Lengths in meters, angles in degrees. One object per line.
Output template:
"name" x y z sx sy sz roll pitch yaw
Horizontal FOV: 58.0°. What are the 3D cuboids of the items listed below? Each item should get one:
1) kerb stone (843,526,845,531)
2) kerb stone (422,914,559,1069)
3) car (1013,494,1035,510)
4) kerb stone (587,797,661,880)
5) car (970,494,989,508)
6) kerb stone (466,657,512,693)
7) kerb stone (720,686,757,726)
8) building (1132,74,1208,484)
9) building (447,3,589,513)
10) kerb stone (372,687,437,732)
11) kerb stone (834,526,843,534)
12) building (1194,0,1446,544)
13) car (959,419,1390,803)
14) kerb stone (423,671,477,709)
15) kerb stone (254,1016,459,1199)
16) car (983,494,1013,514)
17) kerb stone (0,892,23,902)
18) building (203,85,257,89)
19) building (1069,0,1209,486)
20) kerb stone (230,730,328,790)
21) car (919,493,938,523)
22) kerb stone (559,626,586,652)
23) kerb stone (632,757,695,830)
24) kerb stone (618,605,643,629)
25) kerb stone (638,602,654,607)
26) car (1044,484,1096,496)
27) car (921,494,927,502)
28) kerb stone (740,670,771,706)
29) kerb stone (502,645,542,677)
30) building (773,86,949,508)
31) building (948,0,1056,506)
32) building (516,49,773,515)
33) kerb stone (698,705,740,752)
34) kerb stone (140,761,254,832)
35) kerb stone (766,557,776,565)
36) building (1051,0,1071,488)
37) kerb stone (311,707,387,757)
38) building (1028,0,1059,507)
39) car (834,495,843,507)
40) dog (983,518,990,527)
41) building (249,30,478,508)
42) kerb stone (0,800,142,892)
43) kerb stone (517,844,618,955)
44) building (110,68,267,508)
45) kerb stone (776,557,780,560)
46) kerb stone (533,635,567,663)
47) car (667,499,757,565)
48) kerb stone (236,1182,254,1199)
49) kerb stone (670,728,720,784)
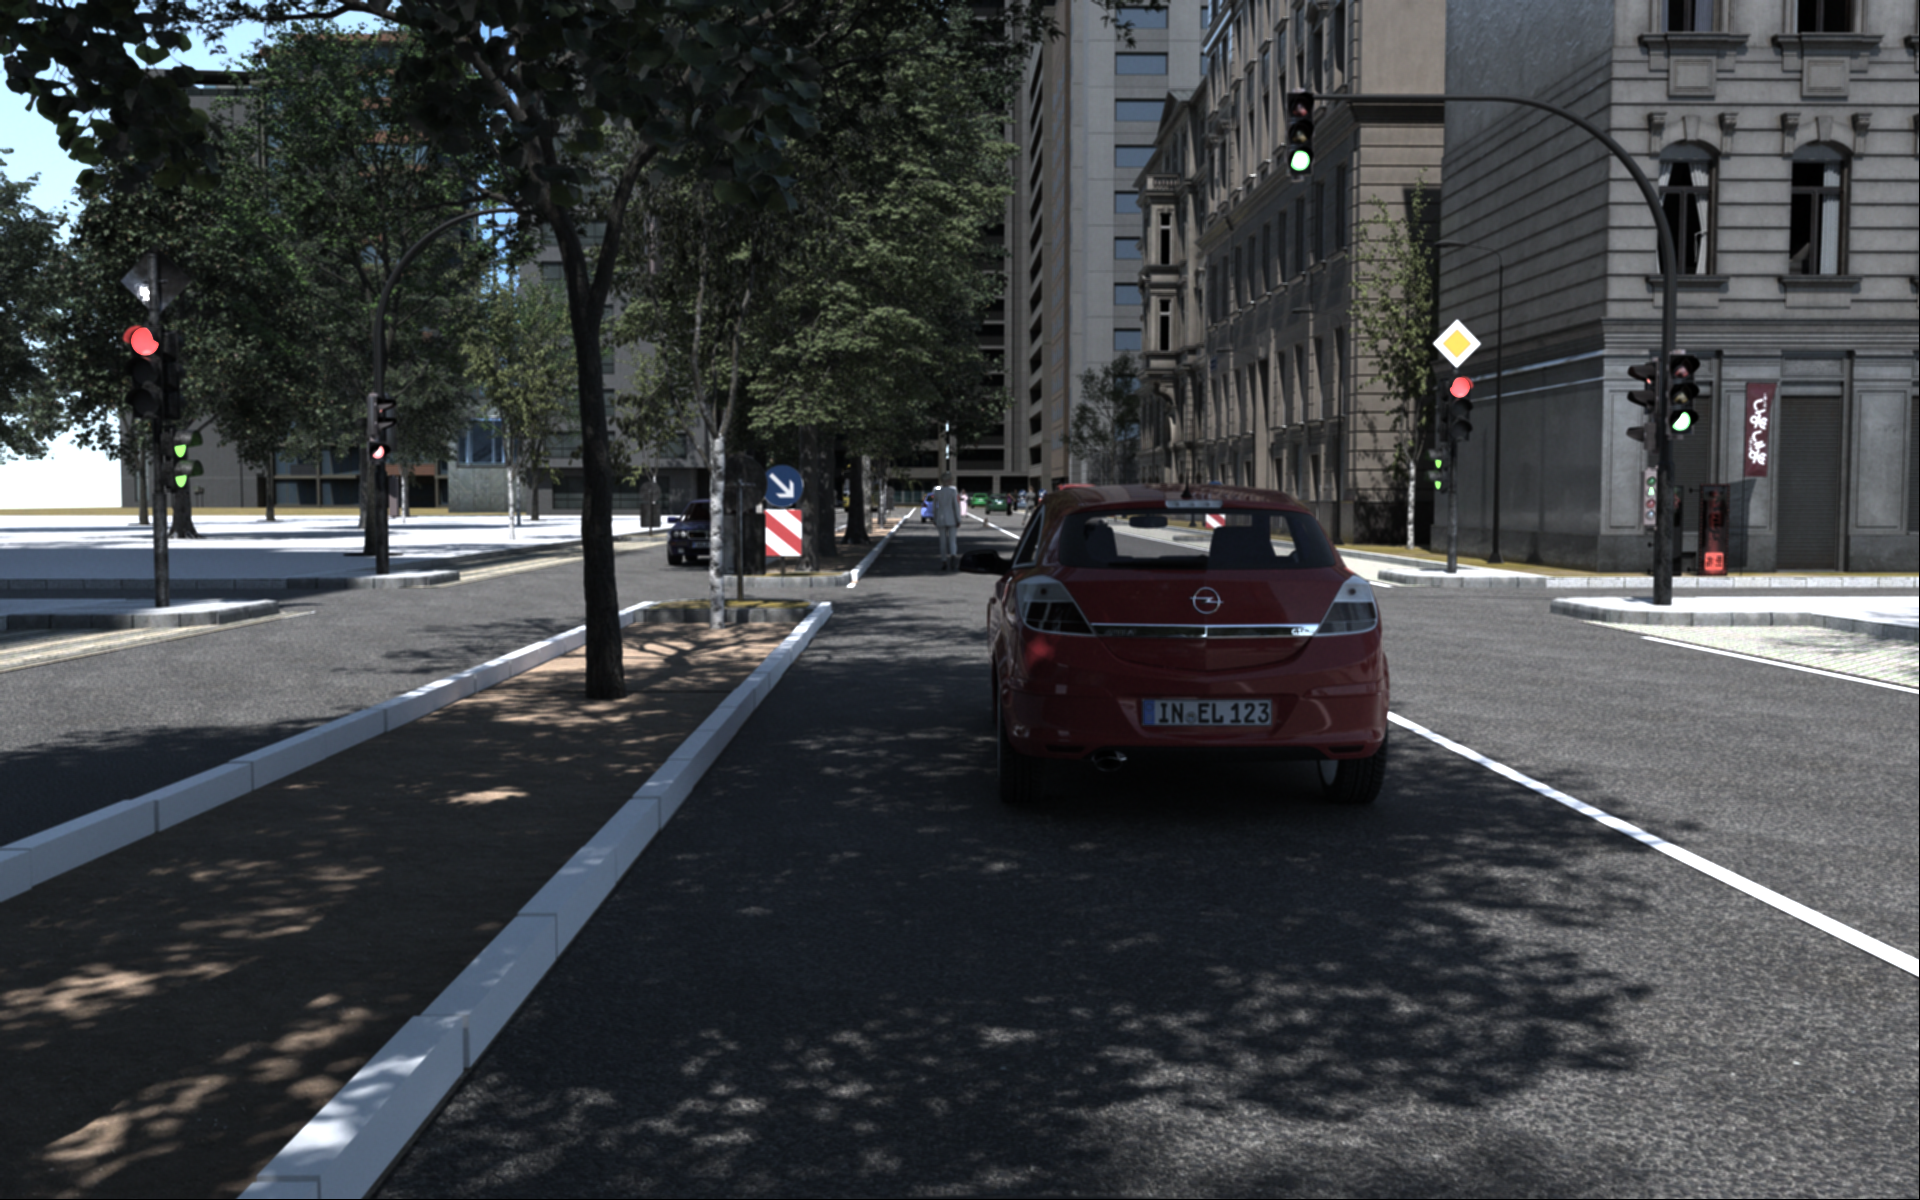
"kerb stone" -4.550 -2.662 65.764 0.120 0.150 1.000 0 4 -1
"kerb stone" -1.285 1.070 4.789 0.120 0.150 1.000 0 4 -1
"car" 5.458 -8.373 148.899 2.014 1.417 4.499 0 4 -1
"kerb stone" -1.328 0.948 6.839 0.120 0.150 1.000 0 4 -1
"car" 2.005 -10.134 174.489 1.959 1.807 4.718 0 4 -2
"kerb stone" -3.539 0.568 12.919 0.120 0.150 1.000 0 4 -1
"kerb stone" -1.412 0.688 10.942 0.120 0.150 1.000 0 4 -1
"building" 16.121 -16.324 85.977 14.460 24.649 34.723 0 4 -1
"building" -25.260 -50.047 130.941 22.319 86.520 31.000 0 4 -1
"kerb stone" -3.498 0.693 10.867 0.120 0.150 1.000 0 4 -1
"kerb stone" -4.540 -2.600 64.732 0.120 0.150 1.000 0 4 -1
"building" 15.440 -15.799 55.584 12.463 27.353 25.104 0 4 -1
"car" 1.066 -0.029 9.514 2.155 1.783 4.494 0 4 0
"kerb stone" -3.524 0.630 11.891 0.120 0.150 1.000 0 4 -1
"kerb stone" -1.274 1.127 3.763 0.120 0.150 1.000 0 4 -1
"car" 2.739 -6.811 123.155 2.131 1.459 4.920 0 4 -1
"kerb stone" -3.398 1.006 5.741 0.120 0.150 1.000 0 4 -1
"building" -68.607 -35.303 196.817 30.456 49.044 23.786 0 4 -1
"building" 18.656 -35.833 127.865 21.231 58.520 28.212 0 4 -1
"kerb stone" -3.462 0.818 8.816 0.120 0.150 1.000 0 4 -1
"car" -1.104 -4.748 87.216 1.945 1.707 3.694 0 4 -1
"kerb stone" -3.603 0.379 16.004 0.120 0.150 1.000 0 4 -1
"kerb stone" -1.341 0.877 7.861 0.120 0.150 1.000 0 4 -1
"kerb stone" -3.664 0.190 19.083 0.120 0.150 1.000 0 4 -1
"kerb stone" -3.683 0.128 20.105 0.120 0.150 1.000 0 4 -1
"car" 4.274 -3.386 64.034 2.281 1.827 5.304 0 4 -1
"car" -2.953 -10.085 175.108 2.015 1.641 3.980 0 4 -1
"kerb stone" -1.427 0.630 11.967 0.120 0.150 1.000 0 4 -1
"kerb stone" -3.558 0.505 13.942 0.120 0.150 1.000 0 4 -1
"building" -12.159 -35.061 196.945 21.600 48.544 21.300 0 4 -1
"building" 8.962 -46.325 195.661 20.611 71.187 20.563 0 4 -1
"building" -19.625 -20.706 110.244 14.160 30.474 14.107 0 4 -1
"kerb stone" -1.387 0.751 9.913 0.120 0.150 1.000 0 4 -1
"kerb stone" -3.444 0.887 7.794 0.120 0.150 1.000 0 4 -1
"kerb stone" -3.990 -0.846 36.035 0.120 0.150 1.000 0 4 -1
"building" 15.342 -30.546 149.532 14.600 45.320 14.200 0 4 -1
"kerb stone" -3.489 0.758 9.837 0.120 0.150 1.000 0 4 -1
"building" 17.919 -33.251 167.353 21.300 48.544 21.600 0 4 -1
"car" -11.841 -9.475 167.495 1.945 1.354 3.894 0 4 0
"dog" 1.200 -3.331 74.661 0.550 0.427 0.748 3 4 38
"building" -50.665 -31.324 166.773 28.867 44.769 22.147 0 4 -1
"kerb stone" -3.433 0.943 6.770 0.120 0.150 1.000 0 4 -1
"kerb stone" -1.305 1.003 5.810 0.120 0.150 1.000 0 4 -1
"building" -72.919 -29.761 170.186 14.086 41.232 14.154 0 4 -1
"kerb stone" -4.014 -0.909 37.062 0.120 0.150 1.000 0 4 -1
"kerb stone" -3.582 0.442 14.968 0.120 0.150 1.000 0 4 -1
"car" -5.073 -1.448 36.254 1.945 1.354 3.894 0 4 -1
"kerb stone" -1.251 1.192 2.739 0.120 0.150 1.000 0 4 -1
"kerb stone" -1.367 0.814 8.890 0.120 0.150 1.000 0 4 -1
